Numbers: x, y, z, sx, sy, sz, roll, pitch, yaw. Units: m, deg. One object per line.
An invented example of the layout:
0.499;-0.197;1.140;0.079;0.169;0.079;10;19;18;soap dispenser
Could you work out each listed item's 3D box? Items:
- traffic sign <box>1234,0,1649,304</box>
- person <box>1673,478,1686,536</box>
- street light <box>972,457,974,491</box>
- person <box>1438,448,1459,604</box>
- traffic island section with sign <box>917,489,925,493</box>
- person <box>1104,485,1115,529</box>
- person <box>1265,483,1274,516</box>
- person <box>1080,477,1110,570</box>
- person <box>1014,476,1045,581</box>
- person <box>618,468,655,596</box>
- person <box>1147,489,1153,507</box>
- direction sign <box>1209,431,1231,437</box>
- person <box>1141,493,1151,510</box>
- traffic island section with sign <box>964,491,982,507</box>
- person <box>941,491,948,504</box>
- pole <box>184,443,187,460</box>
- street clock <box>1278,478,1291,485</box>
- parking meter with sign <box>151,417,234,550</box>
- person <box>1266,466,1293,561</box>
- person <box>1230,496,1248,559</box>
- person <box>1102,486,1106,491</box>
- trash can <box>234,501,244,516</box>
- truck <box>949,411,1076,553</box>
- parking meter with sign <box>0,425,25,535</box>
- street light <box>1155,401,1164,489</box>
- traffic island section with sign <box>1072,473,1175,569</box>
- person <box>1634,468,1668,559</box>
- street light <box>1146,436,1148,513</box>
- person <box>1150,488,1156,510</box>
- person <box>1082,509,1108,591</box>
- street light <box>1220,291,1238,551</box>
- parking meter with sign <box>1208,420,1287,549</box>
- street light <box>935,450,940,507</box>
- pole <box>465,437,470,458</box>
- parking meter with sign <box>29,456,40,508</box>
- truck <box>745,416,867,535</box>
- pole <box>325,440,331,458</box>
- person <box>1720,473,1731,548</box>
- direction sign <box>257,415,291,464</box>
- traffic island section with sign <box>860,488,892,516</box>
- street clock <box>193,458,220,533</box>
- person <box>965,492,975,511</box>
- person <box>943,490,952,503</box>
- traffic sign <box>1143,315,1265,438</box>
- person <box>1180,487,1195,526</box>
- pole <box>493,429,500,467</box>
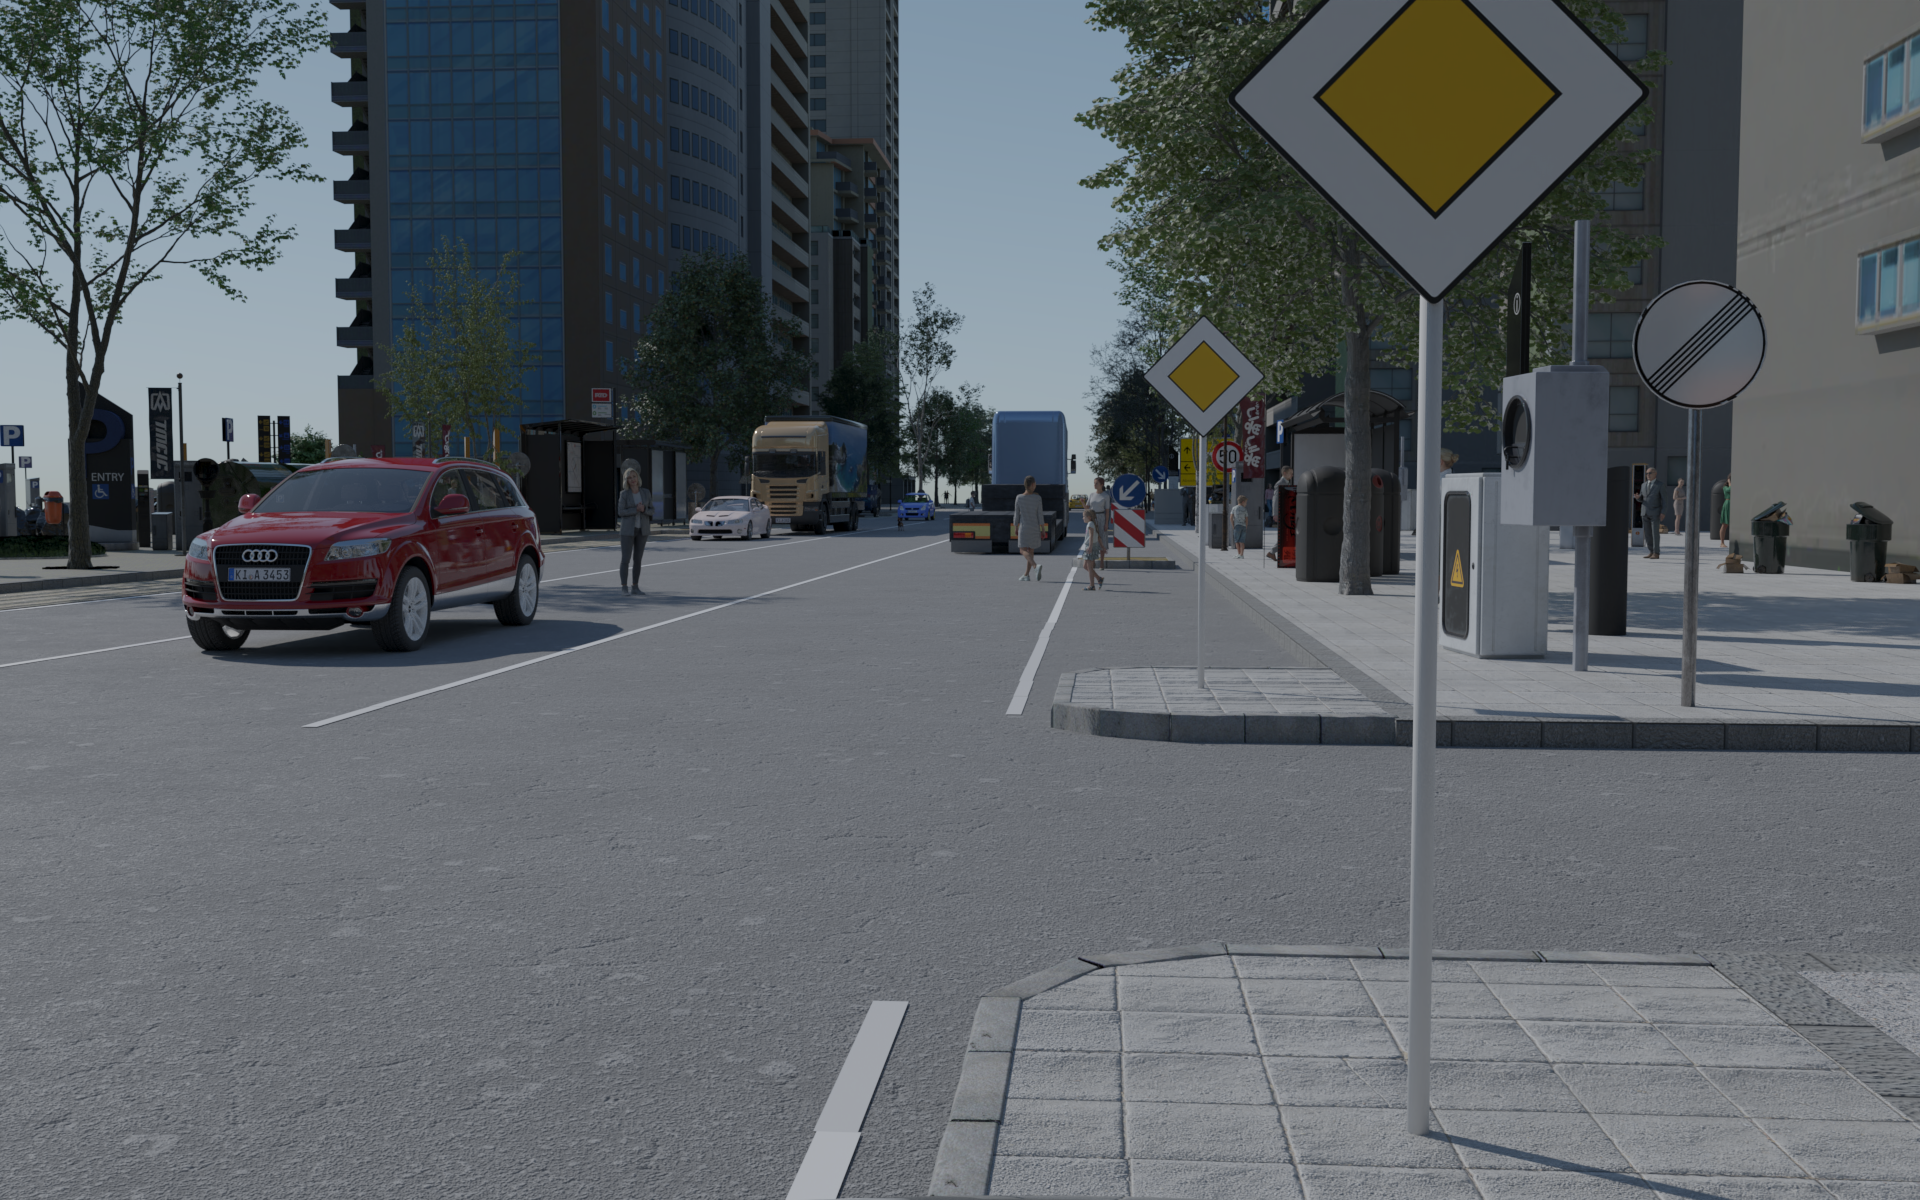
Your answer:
0.937;-0.073;3.387;0.795;2.593;0.064;0;4;5;traffic sign
22.318;-2.892;53.673;0.599;1.781;0.374;-3;5;-43;person
1.577;-15.050;218.860;0.468;5.910;1.993;0;4;5;street light
5.483;-0.806;19.452;0.641;1.798;0.478;2;4;29;person
-3.099;-7.984;139.160;1.989;1.847;2.006;0;4;5;traffic island section with sign
6.099;-3.868;71.869;0.709;1.813;0.853;1;4;9;person
15.194;-4.826;84.962;0.555;1.821;0.388;-2;4;-30;person
2.541;-1.434;32.514;0.480;1.755;0.524;2;4;24;person
1.171;-1.169;28.367;0.466;1.731;0.760;-2;4;-32;person
-4.567;-0.968;24.515;0.537;1.800;0.526;-1;4;-23;person
18.962;-10.112;171.467;1.348;1.812;0.705;0;3;0;person
9.361;-4.325;62.708;0.876;3.537;0.379;2;4;27;direction sign
13.282;-7.258;125.529;1.217;1.723;0.721;-1;4;-10;person
1.547;-11.351;194.219;1.989;1.847;2.006;0;4;5;traffic island section with sign
-1.869;-13.156;221.861;1.217;1.735;0.721;1;4;14;person
-30.923;-4.607;69.167;0.158;3.312;0.155;0;3;0;pole
12.698;-3.863;67.732;0.471;2.002;0.358;-1;4;-12;street clock
-17.560;-2.650;39.588;1.738;3.016;0.543;0;4;-5;parking meter with sign
6.162;-1.625;32.732;0.853;1.813;0.709;2;4;29;person
5.543;-1.448;34.403;0.332;1.250;0.352;3;4;37;person
6.607;-4.368;79.928;0.555;1.821;0.388;-3;4;-36;person
-13.888;-1.375;34.136;0.748;1.137;0.748;0;3;0;trash can
1.738;-3.693;50.147;2.967;4.110;18.799;0;4;5;truck
-23.712;-2.847;42.807;0.543;3.016;1.738;-1;4;-8;parking meter with sign
9.855;-6.905;85.680;0.468;5.910;1.993;0;4;5;street light
3.210;-1.558;34.096;1.989;1.847;2.006;0;4;5;traffic island section with sign
13.668;-1.719;34.332;0.590;1.801;0.661;-2;4;-33;person
12.440;-8.727;115.476;0.468;5.910;1.993;0;4;5;street light
15.400;-7.947;136.771;1.217;1.735;0.721;0;4;7;person
1.993;-0.744;25.672;0.382;1.210;0.505;1;4;9;person
5.971;-4.045;38.930;0.468;5.910;1.993;0;4;5;street light
6.739;-2.717;40.679;1.738;3.016;0.543;0;4;-6;parking meter with sign
-2.303;-12.203;172.311;0.468;5.910;1.993;0;4;5;street light
-17.587;-4.162;61.890;0.158;3.312;0.155;0;3;0;pole
-42.406;-5.071;79.165;1.738;3.016;0.543;3;5;45;parking meter with sign
-5.533;-4.606;64.214;2.839;4.237;11.283;0;4;6;truck
-23.611;-4.341;64.823;0.158;3.312;0.155;0;3;0;pole
18.504;-2.156;41.546;0.600;1.795;0.529;-2;4;-25;person
-19.774;-3.548;50.010;0.876;3.537;0.379;-2;4;-24;direction sign
-5.415;-6.302;111.673;1.989;1.847;2.006;0;4;5;traffic island section with sign
-15.066;-1.841;34.675;0.471;2.002;0.358;-1;4;-17;street clock
0.533;-4.196;79.702;0.523;1.515;0.503;-3;4;-38;person
-1.726;-14.269;239.476;1.348;1.807;0.705;2;4;24;person
1.608;-0.560;11.343;0.795;2.593;0.064;0;4;5;traffic sign
9.199;-3.914;69.837;0.655;1.846;0.447;0;4;2;person
-14.104;-3.603;52.758;0.158;3.312;0.155;0;3;0;pole
